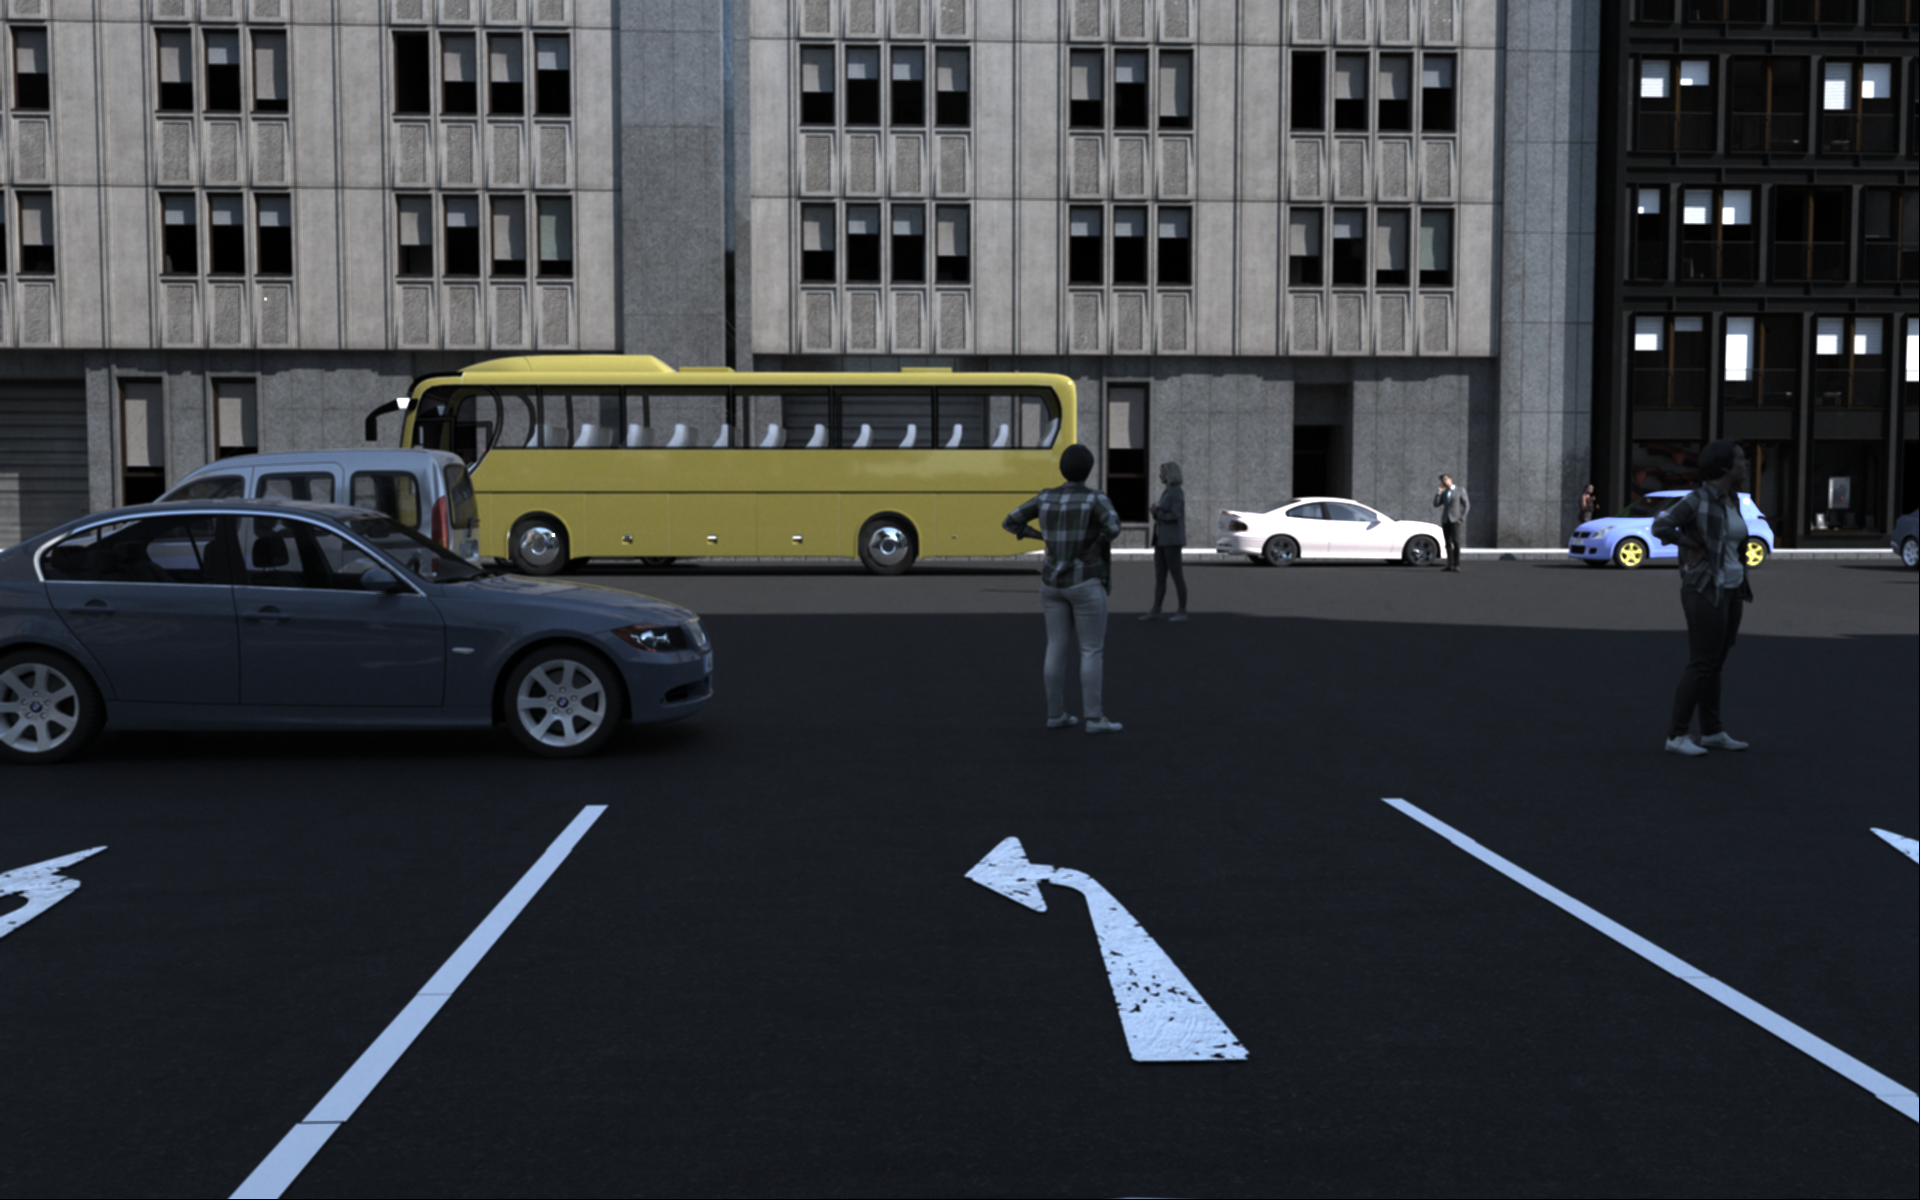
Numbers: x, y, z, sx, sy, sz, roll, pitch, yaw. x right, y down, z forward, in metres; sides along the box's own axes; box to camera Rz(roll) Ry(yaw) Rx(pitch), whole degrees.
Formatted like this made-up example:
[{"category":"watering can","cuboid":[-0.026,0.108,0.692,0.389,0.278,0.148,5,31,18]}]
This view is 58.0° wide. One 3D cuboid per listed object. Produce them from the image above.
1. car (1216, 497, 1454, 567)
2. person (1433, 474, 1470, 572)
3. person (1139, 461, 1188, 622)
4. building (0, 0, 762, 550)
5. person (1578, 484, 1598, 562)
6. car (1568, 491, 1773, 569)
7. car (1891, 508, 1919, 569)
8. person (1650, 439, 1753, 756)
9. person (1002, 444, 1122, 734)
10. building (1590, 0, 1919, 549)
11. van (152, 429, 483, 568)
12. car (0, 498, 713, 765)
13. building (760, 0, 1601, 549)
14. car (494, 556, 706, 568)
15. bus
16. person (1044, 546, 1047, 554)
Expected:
[{"category":"car","cuboid":[7.585,-1.378,34.888,4.827,1.381,2.083,0,4,-3]},{"category":"person","cuboid":[9.091,-1.430,32.064,0.473,1.802,0.592,-2,4,-32]},{"category":"person","cuboid":[2.316,-0.662,19.515,0.526,1.800,0.537,0,4,-5]},{"category":"building","cuboid":[-15.524,-13.798,43.621,19.932,24.808,12.078,0,4,-3]},{"category":"person","cuboid":[13.357,-1.639,36.776,0.415,1.643,0.593,-1,4,-15]},{"category":"car","cuboid":[13.789,-1.476,33.726,3.694,1.707,1.945,0,4,-4]},{"category":"car","cuboid":[19.123,-1.217,31.896,2.014,1.417,4.499,0,4,-4]},{"category":"person","cuboid":[4.181,-0.027,9.672,0.841,1.734,0.376,-3,4,-37]},{"category":"person","cuboid":[0.684,-0.080,10.527,0.841,1.734,0.376,3,5,42]},{"category":"building","cuboid":[22.560,-13.223,45.877,15.834,23.373,12.332,0,4,-3]},{"category":"van","cuboid":[-6.530,-0.546,15.936,4.112,2.044,2.013,0,4,-4]},{"category":"car","cuboid":[-3.698,0.120,10.043,4.499,1.417,2.014,0,4,-4]},{"category":"building","cuboid":[4.514,-13.902,45.324,19.932,24.808,12.078,0,4,-3]},{"category":"car","cuboid":[-7.421,-1.344,34.333,4.827,1.381,2.083,0,4,-4]},{"category":"bus","cuboid":[-4.099,-2.427,31.234,12.252,3.916,2.896,0,4,-1]},{"category":"person","cuboid":[1.479,-0.708,25.098,0.505,1.210,0.382,0,4,-1]}]
